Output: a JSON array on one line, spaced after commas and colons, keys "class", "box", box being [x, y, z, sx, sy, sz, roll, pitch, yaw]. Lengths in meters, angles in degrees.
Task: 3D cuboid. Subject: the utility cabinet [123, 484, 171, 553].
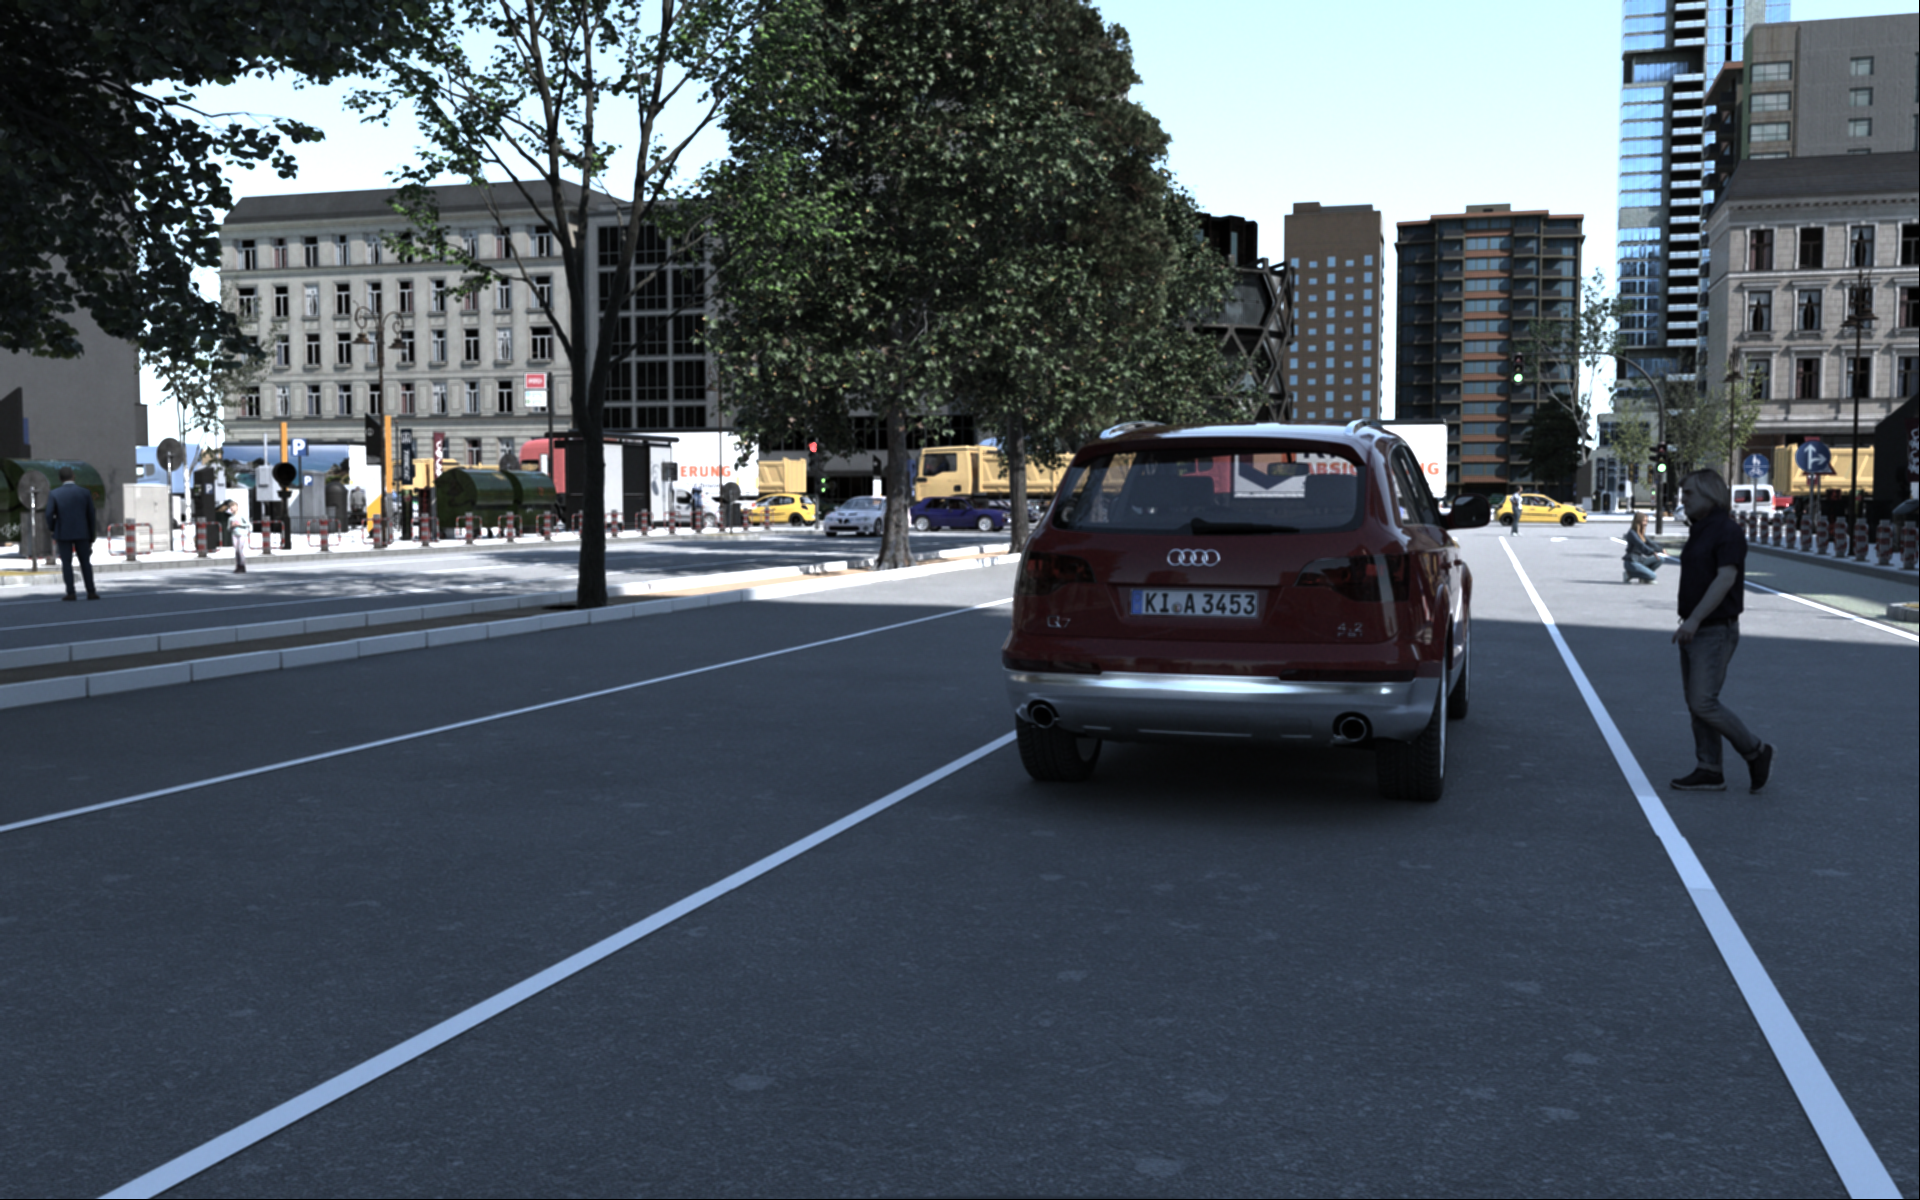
[{"class": "utility cabinet", "box": [-17.775, -1.787, 37.895, 0.318, 1.500, 1.173, 1, 4, 10]}]

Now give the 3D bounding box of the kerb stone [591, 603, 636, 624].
[{"class": "kerb stone", "box": [-3.991, 0.158, 19.617, 0.120, 0.150, 1.000, 1, 4, 17]}]

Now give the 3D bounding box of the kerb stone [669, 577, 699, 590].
[{"class": "kerb stone", "box": [-4.246, -0.240, 26.126, 0.120, 0.150, 1.000, 1, 4, 17]}]

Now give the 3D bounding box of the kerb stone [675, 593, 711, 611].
[{"class": "kerb stone", "box": [-3.410, 0.041, 21.599, 0.120, 0.150, 1.000, 1, 4, 17]}]

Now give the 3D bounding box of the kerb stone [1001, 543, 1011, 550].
[{"class": "kerb stone", "box": [1.055, -1.325, 43.920, 0.120, 0.150, 1.000, 1, 4, 17]}]

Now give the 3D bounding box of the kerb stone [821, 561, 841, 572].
[{"class": "kerb stone", "box": [-2.484, -0.603, 32.050, 0.120, 0.150, 1.000, 1, 4, 17]}]

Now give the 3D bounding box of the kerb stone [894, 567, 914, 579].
[{"class": "kerb stone", "box": [-1.047, -0.446, 29.492, 0.120, 0.150, 1.000, 1, 4, 17]}]

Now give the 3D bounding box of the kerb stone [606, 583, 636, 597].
[{"class": "kerb stone", "box": [-4.834, -0.115, 24.146, 0.120, 0.150, 1.000, 1, 4, 17]}]

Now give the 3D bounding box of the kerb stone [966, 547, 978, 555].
[{"class": "kerb stone", "box": [0.182, -1.147, 40.948, 0.120, 0.150, 1.000, 1, 4, 17]}]

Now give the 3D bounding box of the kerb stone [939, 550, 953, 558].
[{"class": "kerb stone", "box": [-0.417, -1.026, 38.975, 0.120, 0.150, 1.000, 1, 4, 17]}]

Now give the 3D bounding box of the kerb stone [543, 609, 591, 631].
[{"class": "kerb stone", "box": [-4.299, 0.218, 18.636, 0.120, 0.150, 1.000, 1, 4, 17]}]

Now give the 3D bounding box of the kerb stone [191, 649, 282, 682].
[{"class": "kerb stone", "box": [-5.762, 0.520, 13.699, 0.120, 0.150, 1.000, 1, 4, 17]}]

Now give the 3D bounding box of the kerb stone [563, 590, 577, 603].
[{"class": "kerb stone", "box": [-5.134, -0.056, 23.158, 0.120, 0.150, 1.000, 1, 4, 17]}]

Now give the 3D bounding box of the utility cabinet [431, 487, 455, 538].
[{"class": "utility cabinet", "box": [-14.905, -2.523, 49.937, 0.318, 1.500, 1.173, 0, 4, 1]}]

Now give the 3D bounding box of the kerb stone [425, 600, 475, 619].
[{"class": "kerb stone", "box": [-6.018, 0.123, 20.185, 0.120, 0.150, 1.000, 1, 4, 17]}]

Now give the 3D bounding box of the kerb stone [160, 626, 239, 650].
[{"class": "kerb stone", "box": [-7.185, 0.364, 16.245, 0.120, 0.150, 1.000, 1, 4, 17]}]

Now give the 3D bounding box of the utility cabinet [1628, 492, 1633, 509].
[{"class": "utility cabinet", "box": [55.483, -8.230, 143.233, 0.318, 1.500, 1.173, 1, 4, 23]}]

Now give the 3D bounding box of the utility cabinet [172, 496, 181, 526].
[{"class": "utility cabinet", "box": [-30.195, -3.392, 66.625, 0.306, 1.237, 1.020, -2, 4, -32]}]

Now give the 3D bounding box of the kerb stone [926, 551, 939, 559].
[{"class": "kerb stone", "box": [-0.716, -0.966, 37.983, 0.120, 0.150, 1.000, 1, 4, 17]}]

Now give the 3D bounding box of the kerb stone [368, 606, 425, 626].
[{"class": "kerb stone", "box": [-6.308, 0.183, 19.200, 0.120, 0.150, 1.000, 1, 4, 17]}]

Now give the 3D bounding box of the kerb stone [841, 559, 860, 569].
[{"class": "kerb stone", "box": [-2.186, -0.663, 33.039, 0.120, 0.150, 1.000, 1, 4, 17]}]

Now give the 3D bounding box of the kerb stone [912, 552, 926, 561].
[{"class": "kerb stone", "box": [-0.997, -0.905, 36.996, 0.120, 0.150, 1.000, 1, 4, 17]}]

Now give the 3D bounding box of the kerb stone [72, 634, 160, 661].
[{"class": "kerb stone", "box": [-7.484, 0.424, 15.263, 0.120, 0.150, 1.000, 1, 4, 17]}]

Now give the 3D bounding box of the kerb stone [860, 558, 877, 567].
[{"class": "kerb stone", "box": [-1.893, -0.724, 34.027, 0.120, 0.150, 1.000, 1, 4, 17]}]

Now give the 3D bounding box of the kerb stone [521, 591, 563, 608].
[{"class": "kerb stone", "box": [-5.422, 0.002, 22.164, 0.120, 0.150, 1.000, 1, 4, 17]}]

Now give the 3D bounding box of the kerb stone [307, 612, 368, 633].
[{"class": "kerb stone", "box": [-6.612, 0.244, 18.219, 0.120, 0.150, 1.000, 1, 4, 17]}]

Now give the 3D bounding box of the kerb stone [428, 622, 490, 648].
[{"class": "kerb stone", "box": [-4.876, 0.339, 16.657, 0.120, 0.150, 1.000, 1, 4, 17]}]

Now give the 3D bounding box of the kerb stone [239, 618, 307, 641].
[{"class": "kerb stone", "box": [-6.899, 0.308, 17.233, 0.120, 0.150, 1.000, 1, 4, 17]}]

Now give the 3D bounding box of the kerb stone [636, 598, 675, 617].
[{"class": "kerb stone", "box": [-3.698, 0.097, 20.604, 0.120, 0.150, 1.000, 1, 4, 17]}]

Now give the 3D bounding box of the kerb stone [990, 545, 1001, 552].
[{"class": "kerb stone", "box": [0.764, -1.268, 42.926, 0.120, 0.150, 1.000, 1, 4, 17]}]

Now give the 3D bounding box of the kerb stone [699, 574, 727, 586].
[{"class": "kerb stone", "box": [-3.956, -0.295, 27.111, 0.120, 0.150, 1.000, 1, 4, 17]}]

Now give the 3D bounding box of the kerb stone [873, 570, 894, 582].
[{"class": "kerb stone", "box": [-1.354, -0.380, 28.504, 0.120, 0.150, 1.000, 1, 4, 17]}]

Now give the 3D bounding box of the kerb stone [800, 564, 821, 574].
[{"class": "kerb stone", "box": [-2.770, -0.542, 31.055, 0.120, 0.150, 1.000, 1, 4, 17]}]

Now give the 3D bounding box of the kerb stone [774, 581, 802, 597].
[{"class": "kerb stone", "box": [-2.523, -0.144, 24.549, 0.120, 0.150, 1.000, 1, 4, 17]}]

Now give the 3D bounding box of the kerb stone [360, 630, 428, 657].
[{"class": "kerb stone", "box": [-5.177, 0.399, 15.668, 0.120, 0.150, 1.000, 1, 4, 17]}]

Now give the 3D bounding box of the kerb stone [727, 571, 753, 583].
[{"class": "kerb stone", "box": [-3.654, -0.360, 28.095, 0.120, 0.150, 1.000, 1, 4, 17]}]

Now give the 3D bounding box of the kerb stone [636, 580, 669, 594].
[{"class": "kerb stone", "box": [-4.541, -0.179, 25.142, 0.120, 0.150, 1.000, 1, 4, 17]}]

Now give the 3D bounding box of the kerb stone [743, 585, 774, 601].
[{"class": "kerb stone", "box": [-2.815, -0.084, 23.565, 0.120, 0.150, 1.000, 1, 4, 17]}]

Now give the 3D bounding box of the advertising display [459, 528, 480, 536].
[{"class": "advertising display", "box": [-14.986, -2.950, 53.442, 0.974, 1.923, 0.123, 0, 4, -8]}]

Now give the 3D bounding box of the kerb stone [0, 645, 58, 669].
[{"class": "kerb stone", "box": [-7.778, 0.485, 14.271, 0.120, 0.150, 1.000, 1, 4, 17]}]

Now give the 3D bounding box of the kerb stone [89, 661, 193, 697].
[{"class": "kerb stone", "box": [-6.053, 0.583, 12.708, 0.120, 0.150, 1.000, 1, 4, 17]}]

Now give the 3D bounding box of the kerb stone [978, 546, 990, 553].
[{"class": "kerb stone", "box": [0.466, -1.208, 41.943, 0.120, 0.150, 1.000, 1, 4, 17]}]

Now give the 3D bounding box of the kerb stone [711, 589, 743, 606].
[{"class": "kerb stone", "box": [-3.116, -0.020, 22.583, 0.120, 0.150, 1.000, 1, 4, 17]}]

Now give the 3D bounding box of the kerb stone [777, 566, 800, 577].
[{"class": "kerb stone", "box": [-3.071, -0.480, 30.064, 0.120, 0.150, 1.000, 1, 4, 17]}]

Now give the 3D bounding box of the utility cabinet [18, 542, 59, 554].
[{"class": "utility cabinet", "box": [-19.415, -1.721, 36.811, 0.318, 1.500, 1.173, 1, 4, 20]}]

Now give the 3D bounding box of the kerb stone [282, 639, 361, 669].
[{"class": "kerb stone", "box": [-5.462, 0.465, 14.682, 0.120, 0.150, 1.000, 1, 4, 17]}]

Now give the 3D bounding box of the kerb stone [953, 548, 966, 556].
[{"class": "kerb stone", "box": [-0.120, -1.084, 39.965, 0.120, 0.150, 1.000, 1, 4, 17]}]

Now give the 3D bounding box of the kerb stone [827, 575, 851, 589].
[{"class": "kerb stone", "box": [-1.937, -0.263, 26.528, 0.120, 0.150, 1.000, 1, 4, 17]}]

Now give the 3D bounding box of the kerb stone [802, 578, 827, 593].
[{"class": "kerb stone", "box": [-2.231, -0.204, 25.535, 0.120, 0.150, 1.000, 1, 4, 17]}]

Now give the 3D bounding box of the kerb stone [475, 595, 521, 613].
[{"class": "kerb stone", "box": [-5.723, 0.062, 21.175, 0.120, 0.150, 1.000, 1, 4, 17]}]

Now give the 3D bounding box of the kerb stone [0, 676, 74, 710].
[{"class": "kerb stone", "box": [-6.350, 0.640, 11.725, 0.120, 0.150, 1.000, 1, 4, 17]}]

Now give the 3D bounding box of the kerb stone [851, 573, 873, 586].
[{"class": "kerb stone", "box": [-1.643, -0.324, 27.513, 0.120, 0.150, 1.000, 1, 4, 17]}]

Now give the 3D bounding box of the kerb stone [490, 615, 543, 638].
[{"class": "kerb stone", "box": [-4.582, 0.283, 17.646, 0.120, 0.150, 1.000, 1, 4, 17]}]

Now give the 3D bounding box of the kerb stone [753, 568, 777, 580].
[{"class": "kerb stone", "box": [-3.359, -0.421, 29.079, 0.120, 0.150, 1.000, 1, 4, 17]}]
